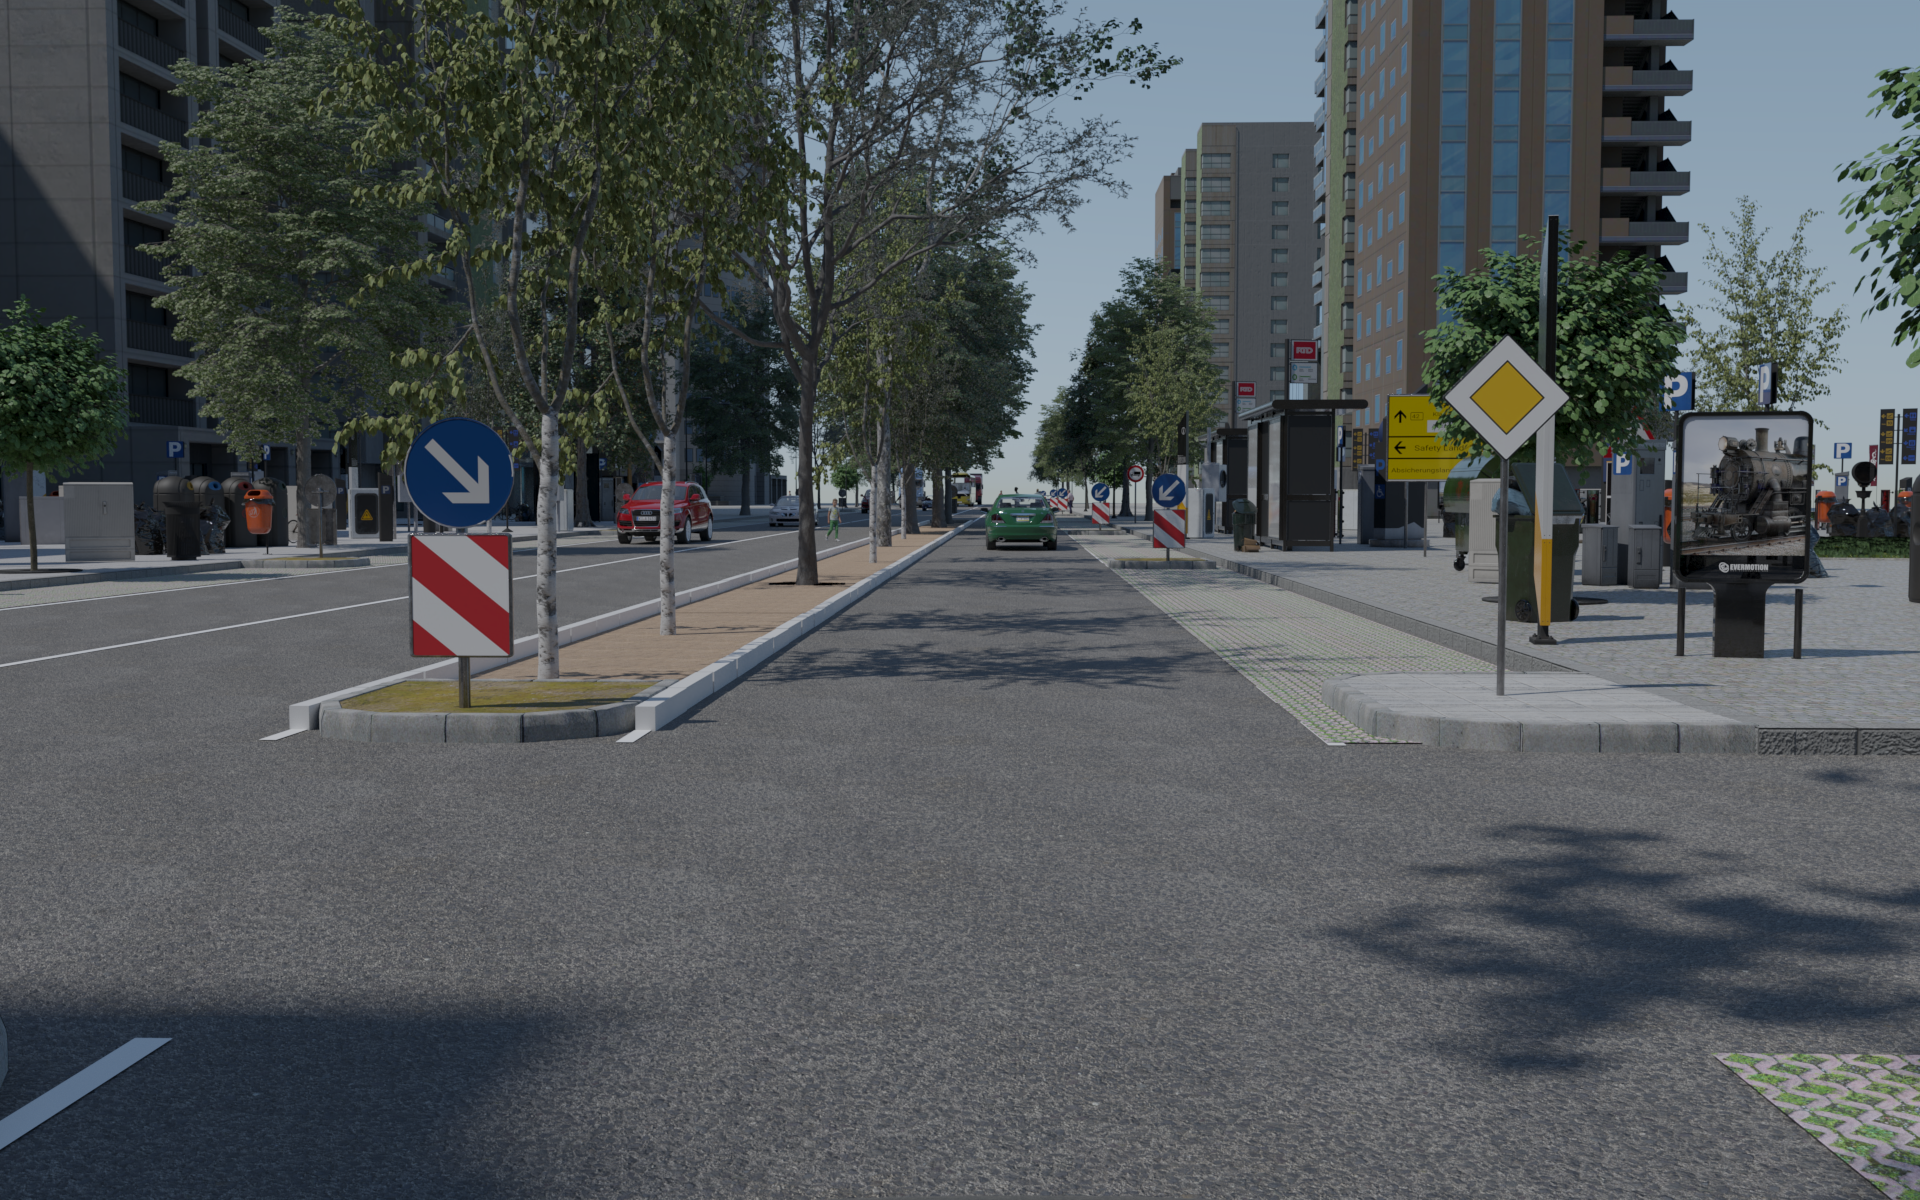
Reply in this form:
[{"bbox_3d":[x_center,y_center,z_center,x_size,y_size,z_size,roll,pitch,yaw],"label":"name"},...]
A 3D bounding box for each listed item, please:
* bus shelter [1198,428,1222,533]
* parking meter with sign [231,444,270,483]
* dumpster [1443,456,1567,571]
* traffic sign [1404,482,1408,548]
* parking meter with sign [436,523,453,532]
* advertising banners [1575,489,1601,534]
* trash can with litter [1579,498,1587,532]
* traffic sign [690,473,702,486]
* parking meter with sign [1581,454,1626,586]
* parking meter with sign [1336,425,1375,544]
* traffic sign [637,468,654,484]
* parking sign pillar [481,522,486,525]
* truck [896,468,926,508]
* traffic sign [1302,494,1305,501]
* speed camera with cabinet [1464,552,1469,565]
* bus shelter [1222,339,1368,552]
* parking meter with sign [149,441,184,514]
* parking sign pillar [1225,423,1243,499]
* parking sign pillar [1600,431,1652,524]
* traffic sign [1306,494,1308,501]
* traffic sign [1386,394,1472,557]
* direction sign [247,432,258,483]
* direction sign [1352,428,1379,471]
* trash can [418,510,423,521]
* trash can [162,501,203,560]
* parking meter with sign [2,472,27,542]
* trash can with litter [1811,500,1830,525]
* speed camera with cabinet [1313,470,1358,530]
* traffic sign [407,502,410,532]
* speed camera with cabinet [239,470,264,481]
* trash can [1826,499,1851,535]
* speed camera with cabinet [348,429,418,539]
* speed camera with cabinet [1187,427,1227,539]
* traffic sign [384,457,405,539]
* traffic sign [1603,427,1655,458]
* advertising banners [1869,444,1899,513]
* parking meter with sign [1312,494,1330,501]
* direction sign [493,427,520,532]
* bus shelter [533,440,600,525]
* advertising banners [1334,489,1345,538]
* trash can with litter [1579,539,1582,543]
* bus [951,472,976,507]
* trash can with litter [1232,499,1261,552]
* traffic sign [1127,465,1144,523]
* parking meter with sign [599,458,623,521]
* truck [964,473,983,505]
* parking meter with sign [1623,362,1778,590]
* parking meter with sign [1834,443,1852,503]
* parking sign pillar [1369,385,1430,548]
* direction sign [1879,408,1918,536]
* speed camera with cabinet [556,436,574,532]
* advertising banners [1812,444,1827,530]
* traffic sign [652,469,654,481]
[{"bbox_3d":[9.373,-4.992,59.256,2.179,5.291,8.768,0,4,2],"label":"bus shelter"},{"bbox_3d":[-25.250,-3.961,61.016,1.738,3.016,0.543,0,4,2],"label":"parking meter with sign"},{"bbox_3d":[8.780,-1.556,27.941,1.502,2.255,1.985,0,4,2],"label":"dumpster"},{"bbox_3d":[10.523,-2.491,40.832,0.768,2.556,0.104,1,4,10],"label":"traffic sign"},{"bbox_3d":[-17.769,-3.868,59.507,0.543,3.016,1.738,0,4,-3],"label":"parking meter with sign"},{"bbox_3d":[18.825,-3.479,53.063,2.074,3.025,0.090,-1,4,-22],"label":"advertising banners"},{"bbox_3d":[19.817,-2.736,56.122,0.624,1.170,1.055,-2,4,-31],"label":"trash can with litter"},{"bbox_3d":[-12.920,-5.048,84.670,0.606,2.300,0.079,0,4,6],"label":"traffic sign"},{"bbox_3d":[9.581,-1.729,24.536,1.738,3.016,0.543,-2,4,-30],"label":"parking meter with sign"},{"bbox_3d":[10.558,-2.935,44.253,1.738,3.016,0.543,0,4,-1],"label":"parking meter with sign"},{"bbox_3d":[-13.914,-4.678,76.595,0.768,2.556,0.104,1,4,9],"label":"traffic sign"},{"bbox_3d":[-20.794,-5.181,73.180,1.447,3.967,1.447,3,5,39],"label":"parking sign pillar"},{"bbox_3d":[-4.756,-11.817,182.973,2.967,4.110,18.799,0,4,1],"label":"truck"},{"bbox_3d":[9.687,-2.982,48.864,0.768,2.556,0.104,0,4,2],"label":"traffic sign"},{"bbox_3d":[9.805,-2.291,31.788,0.660,3.252,2.038,2,4,30],"label":"speed camera with cabinet"},{"bbox_3d":[8.124,-3.970,42.548,2.179,5.291,8.768,0,4,2],"label":"bus shelter"},{"bbox_3d":[-25.793,-3.670,56.260,0.543,3.016,1.738,0,4,-2],"label":"parking meter with sign"},{"bbox_3d":[10.468,-4.756,66.229,1.447,3.967,1.447,1,4,22],"label":"parking sign pillar"},{"bbox_3d":[19.417,-3.793,50.486,1.447,3.967,1.447,3,4,38],"label":"parking sign pillar"},{"bbox_3d":[9.559,-2.790,47.751,0.606,2.300,0.079,1,4,10],"label":"traffic sign"},{"bbox_3d":[9.805,-2.526,35.178,2.265,3.308,0.079,0,4,7],"label":"traffic sign"},{"bbox_3d":[-24.294,-4.129,59.504,0.379,3.537,0.876,0,4,-2],"label":"direction sign"},{"bbox_3d":[13.977,-4.144,59.753,0.876,3.537,0.379,1,4,17],"label":"direction sign"},{"bbox_3d":[-25.662,-4.326,82.390,0.748,1.137,0.748,0,3,0],"label":"trash can"},{"bbox_3d":[-15.084,-1.344,33.633,0.748,1.137,0.748,0,3,0],"label":"trash can"},{"bbox_3d":[-25.136,-3.054,46.202,1.738,3.016,0.543,-2,4,-28],"label":"parking meter with sign"},{"bbox_3d":[34.028,-3.415,66.900,1.678,1.210,2.233,3,5,43],"label":"trash can with litter"},{"bbox_3d":[13.597,-4.128,61.821,0.660,3.252,2.038,-3,5,-42],"label":"speed camera with cabinet"},{"bbox_3d":[-18.747,-3.593,58.849,0.768,2.556,0.104,0,4,6],"label":"traffic sign"},{"bbox_3d":[-26.406,-4.379,65.931,0.660,3.252,2.038,2,4,26],"label":"speed camera with cabinet"},{"bbox_3d":[27.007,-2.547,53.295,0.748,1.137,0.748,0,3,0],"label":"trash can"},{"bbox_3d":[-16.625,-3.413,50.143,2.038,3.252,0.660,-2,4,-23],"label":"speed camera with cabinet"},{"bbox_3d":[7.219,-3.446,50.672,0.660,3.252,2.038,2,4,27],"label":"speed camera with cabinet"},{"bbox_3d":[-16.020,-2.993,49.036,0.768,2.556,0.104,1,4,10],"label":"traffic sign"},{"bbox_3d":[9.891,-1.559,25.494,0.884,2.594,0.081,0,4,2],"label":"traffic sign"},{"bbox_3d":[32.383,-3.937,60.556,0.090,3.025,2.074,0,4,-5],"label":"advertising banners"},{"bbox_3d":[13.402,-4.170,64.438,1.738,3.016,0.543,3,5,40],"label":"parking meter with sign"},{"bbox_3d":[-15.224,-4.047,58.162,0.876,3.537,0.379,0,4,2],"label":"direction sign"},{"bbox_3d":[-17.002,-5.171,75.828,1.731,3.624,6.357,0,4,2],"label":"bus shelter"},{"bbox_3d":[10.988,-3.350,50.955,0.090,3.025,2.074,0,4,-3],"label":"advertising banners"},{"bbox_3d":[15.402,-2.089,45.208,2.233,1.210,1.678,0,4,-3],"label":"trash can with litter"},{"bbox_3d":[0.227,-12.482,195.630,2.896,3.916,12.252,0,4,3],"label":"bus"},{"bbox_3d":[6.427,-1.654,38.424,0.624,1.170,1.055,-1,4,-9],"label":"trash can with litter"},{"bbox_3d":[7.707,-4.645,76.054,0.768,2.556,0.104,0,4,5],"label":"traffic sign"},{"bbox_3d":[-16.741,-5.221,81.624,0.543,3.016,1.738,3,5,44],"label":"parking meter with sign"},{"bbox_3d":[1.811,-15.118,236.086,2.839,4.237,11.283,0,4,1],"label":"truck"},{"bbox_3d":[9.967,-1.655,23.318,1.738,3.016,0.543,1,4,9],"label":"parking meter with sign"},{"bbox_3d":[29.475,-3.773,57.944,0.543,3.016,1.738,2,4,28],"label":"parking meter with sign"},{"bbox_3d":[10.702,-3.278,42.070,1.447,3.967,1.447,-2,4,-28],"label":"parking sign pillar"},{"bbox_3d":[24.834,-3.297,45.910,0.876,3.537,0.379,3,4,36],"label":"direction sign"},{"bbox_3d":[-13.764,-3.977,59.353,0.660,3.252,2.038,0,4,0],"label":"speed camera with cabinet"},{"bbox_3d":[30.438,-3.989,61.404,0.090,3.025,2.074,3,5,43],"label":"advertising banners"},{"bbox_3d":[-15.161,-5.176,84.730,0.768,2.556,0.104,0,4,5],"label":"traffic sign"}]
